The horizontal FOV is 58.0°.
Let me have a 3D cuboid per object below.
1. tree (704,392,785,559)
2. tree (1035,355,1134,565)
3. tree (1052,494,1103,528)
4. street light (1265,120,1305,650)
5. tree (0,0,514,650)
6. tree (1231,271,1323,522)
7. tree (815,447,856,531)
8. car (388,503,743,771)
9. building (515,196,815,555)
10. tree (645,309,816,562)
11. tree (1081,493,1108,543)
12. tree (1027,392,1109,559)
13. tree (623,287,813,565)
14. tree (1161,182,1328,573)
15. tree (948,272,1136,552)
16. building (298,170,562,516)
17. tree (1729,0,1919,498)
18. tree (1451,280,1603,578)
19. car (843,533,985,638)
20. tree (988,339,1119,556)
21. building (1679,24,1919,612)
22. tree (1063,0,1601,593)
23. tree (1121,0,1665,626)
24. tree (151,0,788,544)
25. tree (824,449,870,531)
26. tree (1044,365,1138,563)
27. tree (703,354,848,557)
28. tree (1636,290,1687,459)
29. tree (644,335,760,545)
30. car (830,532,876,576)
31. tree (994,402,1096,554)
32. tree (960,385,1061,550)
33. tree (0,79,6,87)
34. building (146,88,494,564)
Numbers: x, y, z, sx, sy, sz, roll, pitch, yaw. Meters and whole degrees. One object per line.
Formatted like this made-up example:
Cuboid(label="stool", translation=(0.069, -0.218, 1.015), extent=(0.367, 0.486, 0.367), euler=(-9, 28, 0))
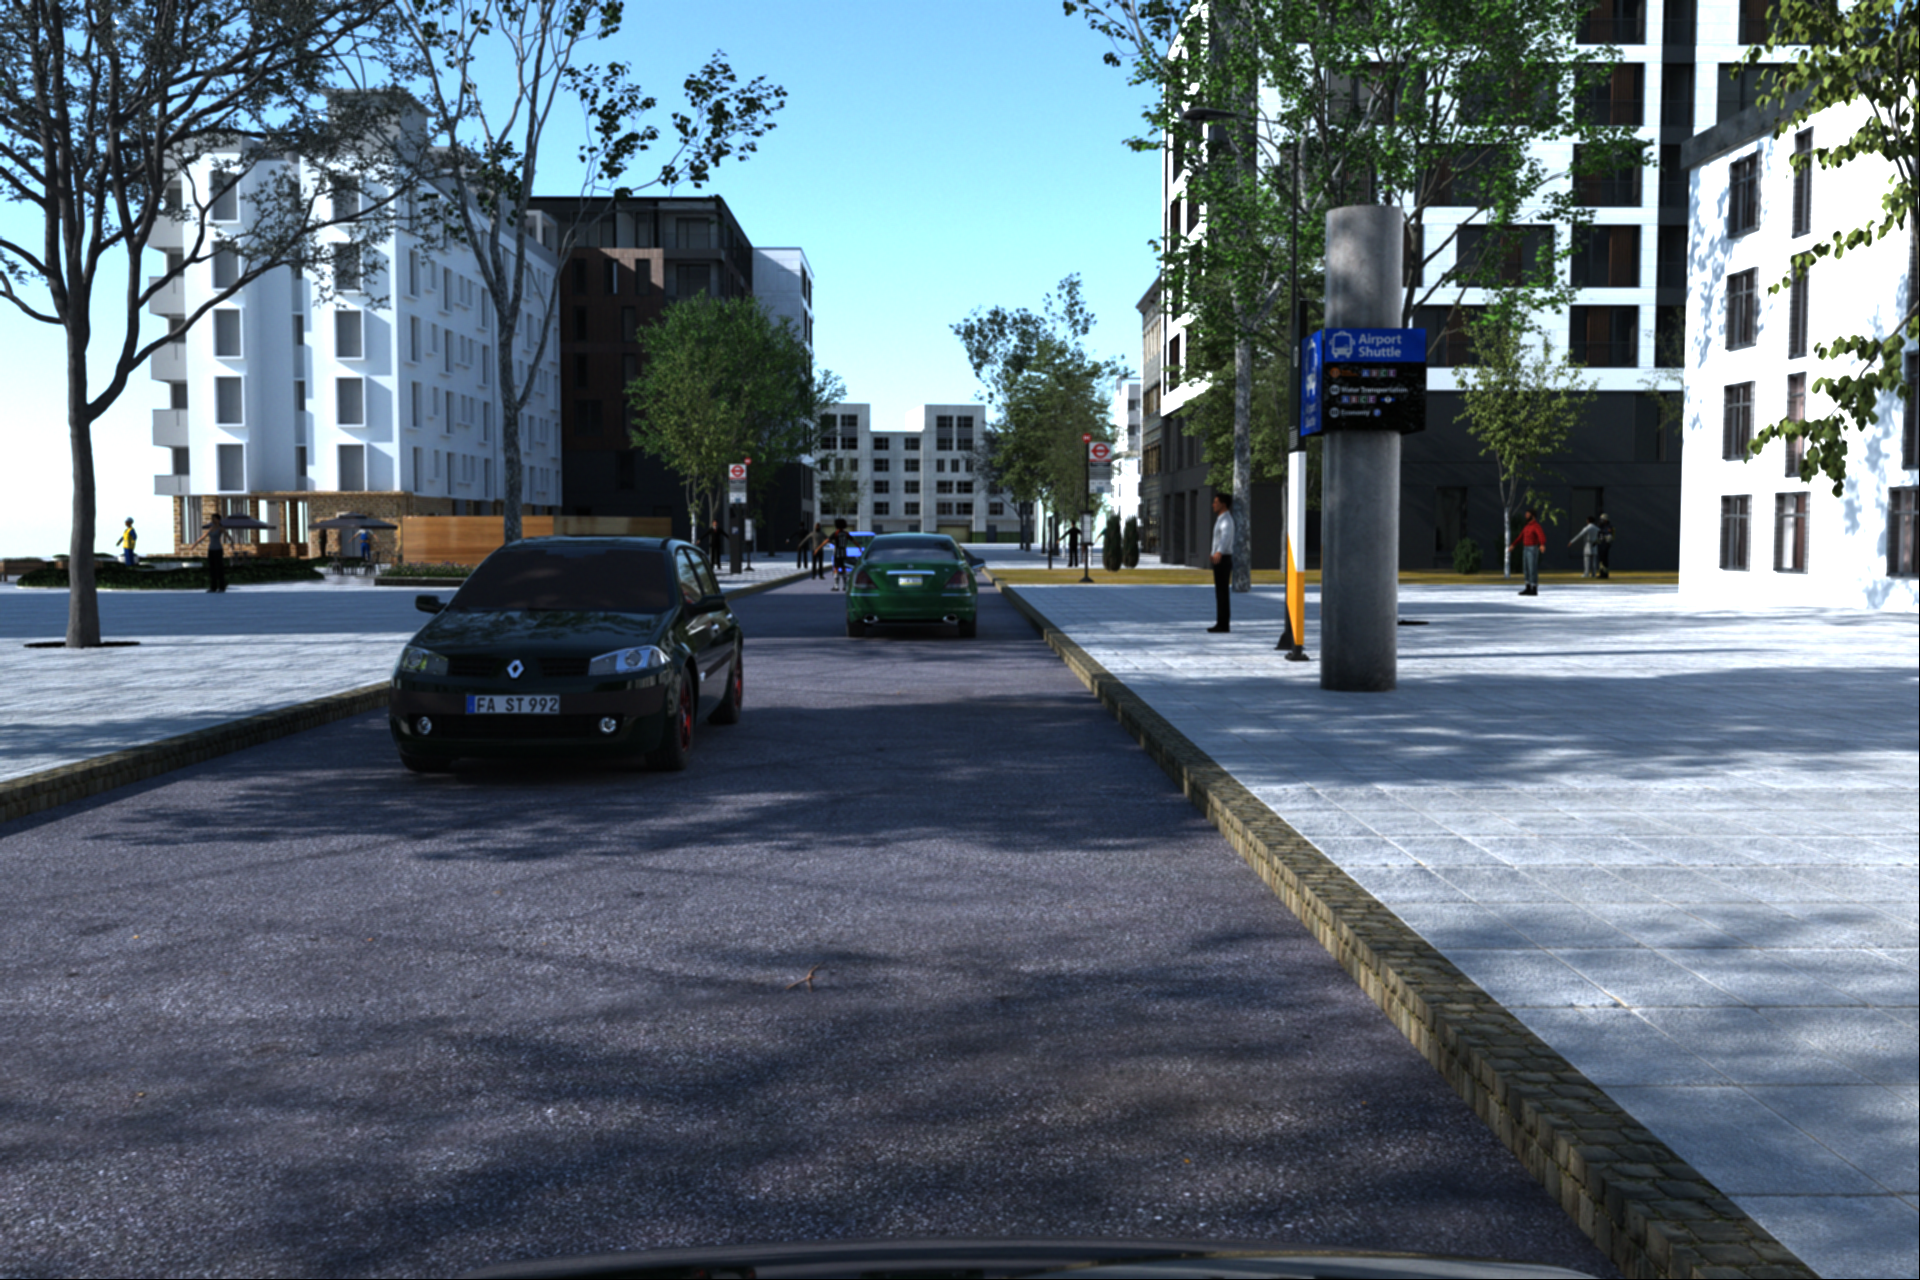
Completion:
Cuboid(label="tree", translation=(-10.629, -8.405, 87.786), extent=(4.737, 8.622, 4.395), euler=(0, 3, 0))
Cuboid(label="tree", translation=(5.481, -7.376, 70.960), extent=(4.360, 8.622, 3.978), euler=(0, 3, 0))
Cuboid(label="tree", translation=(16.331, -19.829, 242.336), extent=(7.486, 12.596, 7.792), euler=(0, 3, 0))
Cuboid(label="street light", translation=(4.203, -2.845, 19.054), extent=(1.470, 5.913, 1.316), euler=(0, 4, -1))
Cuboid(label="tree", translation=(-9.883, -6.672, 19.449), extent=(12.009, 13.543, 11.850), euler=(0, 3, 0))
Cuboid(label="tree", translation=(9.269, -6.027, 48.904), extent=(4.360, 8.622, 3.978), euler=(0, 3, 0))
Cuboid(label="tree", translation=(-10.025, -11.809, 143.446), extent=(4.360, 8.622, 3.978), euler=(0, 3, 0))
Cuboid(label="car", translation=(-2.511, -0.118, 11.719), extent=(2.009, 1.686, 4.222), euler=(0, 4, 0))
Cuboid(label="building", translation=(-25.224, -16.966, 121.374), extent=(27.936, 21.610, 32.646), euler=(0, 4, -1))
Cuboid(label="tree", translation=(-10.373, -9.436, 80.041), extent=(9.928, 11.665, 9.643), euler=(0, 3, 0))
Cuboid(label="tree", translation=(18.061, -17.447, 235.619), extent=(4.737, 8.622, 4.395), euler=(0, 3, 0))
Cuboid(label="tree", translation=(5.146, -8.488, 89.144), extent=(4.360, 8.622, 3.978), euler=(0, 3, 0))
Cuboid(label="tree", translation=(-10.134, -8.934, 71.833), extent=(9.928, 11.665, 9.643), euler=(0, 3, 0))
Cuboid(label="tree", translation=(10.366, -8.476, 56.712), extent=(7.486, 12.596, 7.792), euler=(0, 3, 0))
Cuboid(label="tree", translation=(5.885, -16.501, 125.674), extent=(12.611, 20.169, 13.585), euler=(0, 3, 0))
Cuboid(label="building", translation=(-28.981, -14.377, 91.482), extent=(16.016, 20.090, 11.380), euler=(0, 4, 0))
Cuboid(label="tree", translation=(6.084, -3.636, 9.819), extent=(4.737, 8.622, 4.395), euler=(0, 3, 0))
Cuboid(label="tree", translation=(15.971, -6.091, 49.954), extent=(4.737, 8.622, 4.395), euler=(0, 3, 0))
Cuboid(label="car", translation=(-0.680, -0.833, 25.420), extent=(2.131, 1.459, 4.920), euler=(0, 4, -1))
Cuboid(label="tree", translation=(5.537, -11.223, 101.618), extent=(7.486, 12.596, 7.792), euler=(0, 3, 0))
Cuboid(label="building", translation=(20.182, -4.971, 23.428), extent=(9.099, 9.664, 28.070), euler=(0, 4, -1))
Cuboid(label="tree", translation=(7.366, -11.051, 36.581), extent=(12.611, 20.169, 13.585), euler=(0, 3, 0))
Cuboid(label="tree", translation=(6.063, -6.041, 24.519), extent=(9.928, 11.665, 9.643), euler=(0, 3, 0))
Cuboid(label="tree", translation=(-9.861, -11.023, 36.118), extent=(12.611, 20.169, 13.585), euler=(0, 3, 0))
Cuboid(label="tree", translation=(-10.067, -12.174, 149.404), extent=(4.360, 8.622, 3.978), euler=(0, 3, 0))
Cuboid(label="tree", translation=(5.128, -7.703, 76.301), extent=(4.360, 8.622, 3.978), euler=(0, 3, 0))
Cuboid(label="tree", translation=(-10.426, -10.468, 96.911), extent=(9.928, 11.665, 9.643), euler=(0, 3, 0))
Cuboid(label="tree", translation=(22.497, -6.279, 53.026), extent=(4.360, 8.622, 3.978), euler=(0, 3, 0))
Cuboid(label="tree", translation=(-9.810, -7.023, 65.195), extent=(4.737, 8.622, 4.395), euler=(0, 3, 0))
Cuboid(label="car", translation=(-3.451, -3.050, 59.457), extent=(1.945, 1.707, 3.694), euler=(0, 4, -1))
Cuboid(label="tree", translation=(5.672, -10.805, 111.070), extent=(7.601, 10.594, 8.767), euler=(-2, 4, -32))
Cuboid(label="tree", translation=(5.008, -14.196, 142.473), extent=(12.009, 13.543, 11.850), euler=(0, 3, 0))
Cuboid(label="tree", translation=(-9.348, -5.538, 8.671), extent=(7.486, 12.596, 7.792), euler=(0, 3, 0))
Cuboid(label="building", translation=(-28.599, -13.369, 75.004), extent=(16.016, 20.090, 11.380), euler=(0, 4, 0))
